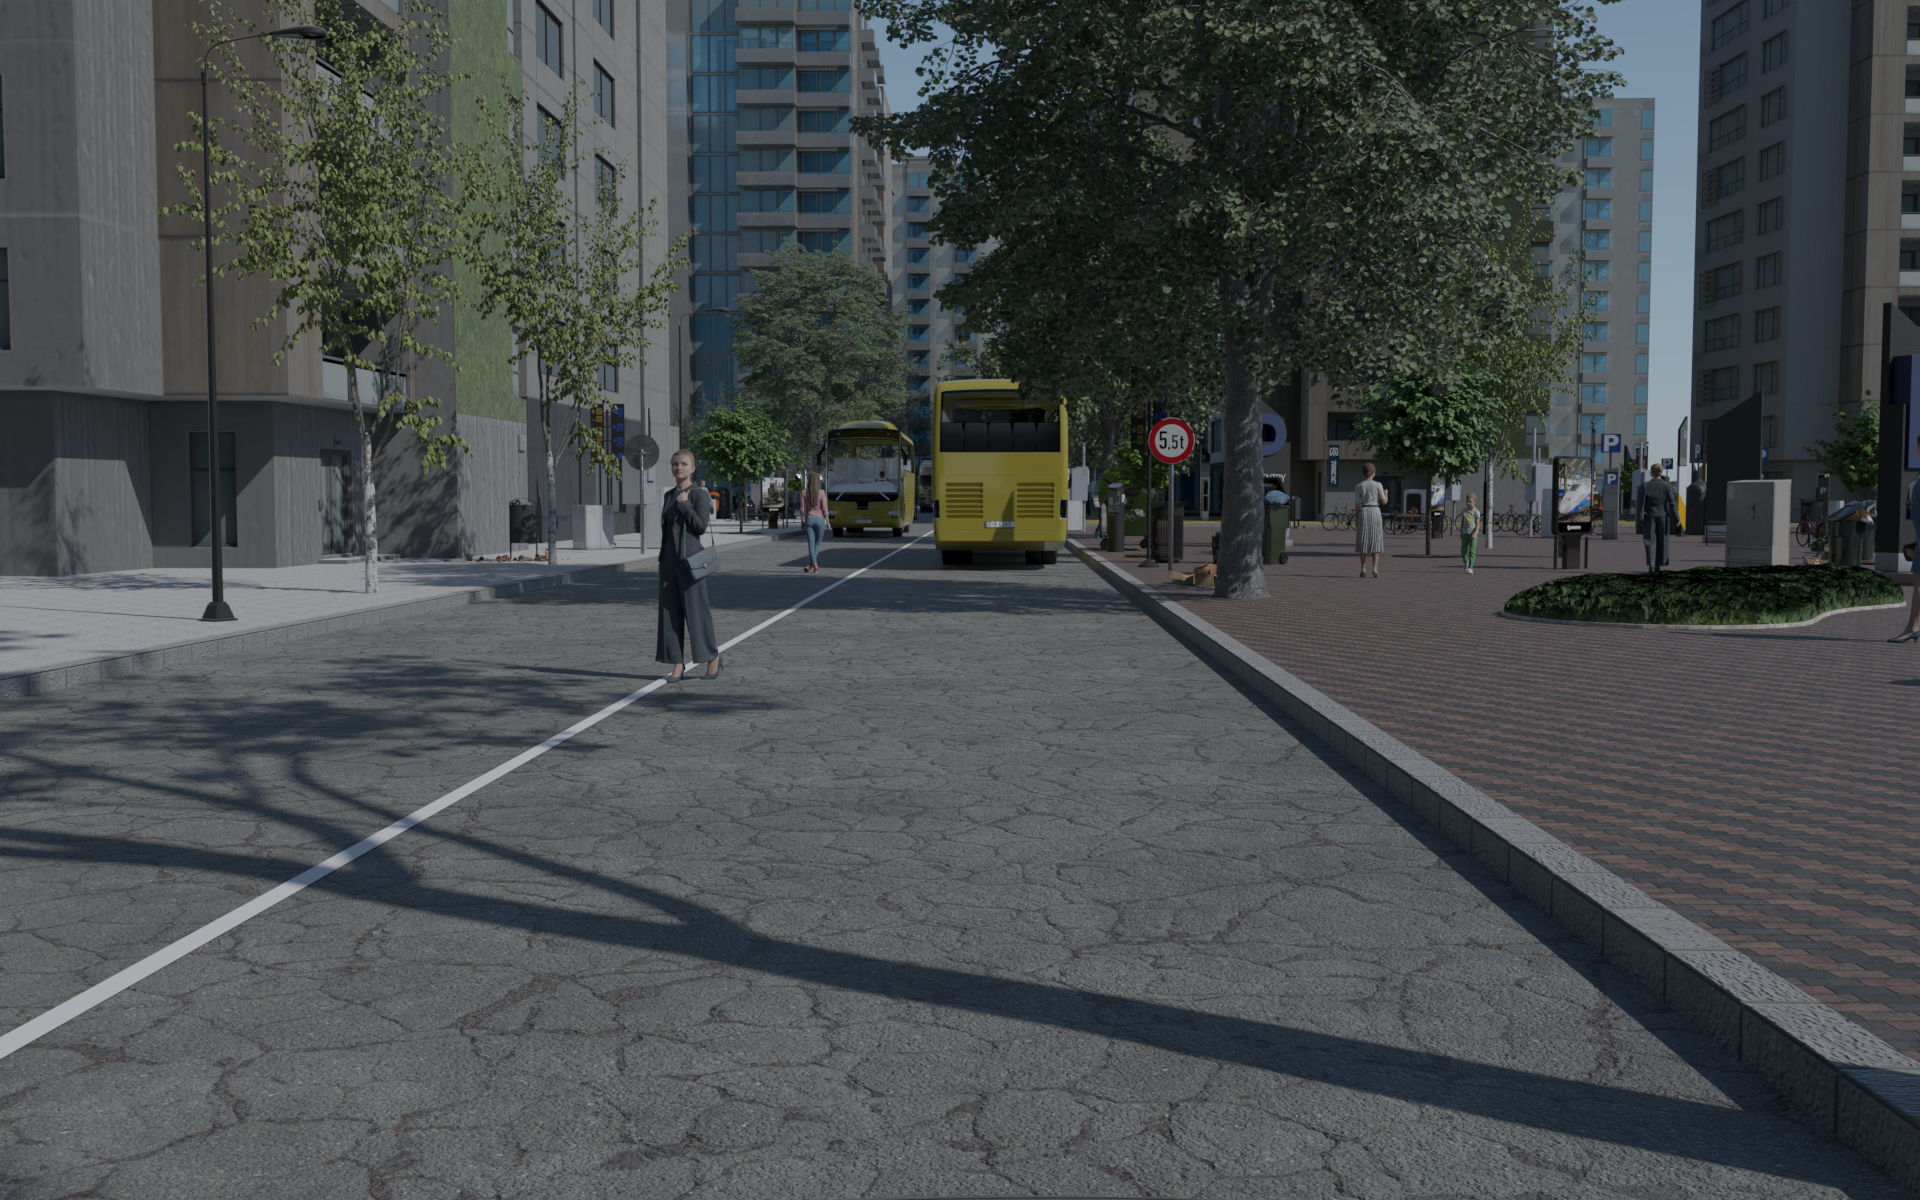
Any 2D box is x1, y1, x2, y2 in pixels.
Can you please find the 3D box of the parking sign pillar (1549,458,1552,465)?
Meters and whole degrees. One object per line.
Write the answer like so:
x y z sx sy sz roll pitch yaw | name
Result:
42.973 -8.502 127.479 1.447 3.967 1.447 -2 4 -35 | parking sign pillar

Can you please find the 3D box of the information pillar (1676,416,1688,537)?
21.652 -3.706 51.949 0.504 3.616 0.183 -3 5 -43 | information pillar

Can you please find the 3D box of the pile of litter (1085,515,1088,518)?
6.236 -4.802 92.470 1.176 0.858 1.719 -2 4 -30 | pile of litter

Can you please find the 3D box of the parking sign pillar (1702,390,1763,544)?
20.220 -3.472 45.236 1.447 3.967 1.447 2 4 30 | parking sign pillar

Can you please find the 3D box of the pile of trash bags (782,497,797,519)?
-9.507 -4.918 90.166 1.912 1.369 3.447 0 4 -8 | pile of trash bags

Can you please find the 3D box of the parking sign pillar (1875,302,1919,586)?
13.684 -2.206 24.537 1.447 3.967 1.447 -1 4 -18 | parking sign pillar

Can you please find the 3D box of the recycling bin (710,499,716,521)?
-12.003 -4.238 81.849 0.722 1.027 0.722 -2 4 -34 | recycling bin

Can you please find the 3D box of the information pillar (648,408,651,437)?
-8.486 -3.420 47.273 0.183 3.616 0.504 0 4 -7 | information pillar

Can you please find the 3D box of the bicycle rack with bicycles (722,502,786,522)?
-9.656 -4.124 80.809 2.925 0.926 2.852 0 4 -2 | bicycle rack with bicycles

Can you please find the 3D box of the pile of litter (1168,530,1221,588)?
3.531 -0.645 24.512 1.176 0.858 1.719 1 4 16 | pile of litter

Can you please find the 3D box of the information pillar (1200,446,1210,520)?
11.892 -5.673 84.106 0.504 3.616 0.183 -1 4 -16 | information pillar

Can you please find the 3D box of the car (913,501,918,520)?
-3.295 -5.204 97.666 1.945 1.354 3.894 0 4 1 | car

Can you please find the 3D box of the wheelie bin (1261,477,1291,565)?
5.605 -1.453 31.666 0.693 1.594 0.980 -3 5 -44 | wheelie bin

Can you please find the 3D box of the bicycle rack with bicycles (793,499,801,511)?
-12.423 -7.320 133.065 2.925 0.926 2.852 1 4 14 | bicycle rack with bicycles

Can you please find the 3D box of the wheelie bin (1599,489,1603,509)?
35.337 -5.284 94.293 0.980 1.594 0.693 1 4 17 | wheelie bin

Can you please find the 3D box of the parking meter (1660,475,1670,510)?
20.021 -2.674 49.430 0.255 1.863 0.399 -3 4 -38 | parking meter

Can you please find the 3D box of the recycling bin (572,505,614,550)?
-8.461 -1.675 39.933 0.722 1.027 0.722 -3 4 -38 | recycling bin

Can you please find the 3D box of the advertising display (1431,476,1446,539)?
13.704 -2.730 49.855 0.123 1.923 0.974 3 5 40 | advertising display

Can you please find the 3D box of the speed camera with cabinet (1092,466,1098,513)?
8.783 -7.537 117.571 2.038 3.252 0.660 -2 4 -31 | speed camera with cabinet

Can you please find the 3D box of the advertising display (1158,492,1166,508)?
10.451 -5.266 91.315 0.974 1.923 0.123 3 5 44 | advertising display

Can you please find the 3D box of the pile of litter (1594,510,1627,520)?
32.634 -4.467 86.998 1.719 0.858 1.176 1 4 21 | pile of litter

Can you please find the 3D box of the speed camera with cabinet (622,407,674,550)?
-7.168 -2.804 40.187 0.660 3.252 2.038 1 4 14 | speed camera with cabinet

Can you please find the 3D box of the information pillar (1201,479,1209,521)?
11.687 -4.777 82.603 0.304 2.012 0.304 0 4 -3 | information pillar

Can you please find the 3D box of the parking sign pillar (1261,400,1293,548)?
7.335 -3.267 41.884 1.447 3.967 1.447 -2 4 -25 | parking sign pillar

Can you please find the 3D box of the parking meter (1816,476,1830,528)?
28.178 -3.112 56.597 0.399 1.863 0.255 2 4 26 | parking meter

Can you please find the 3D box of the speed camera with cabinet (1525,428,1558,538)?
17.497 -3.486 51.336 0.660 3.252 2.038 -1 4 -9 | speed camera with cabinet

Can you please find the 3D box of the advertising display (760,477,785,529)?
-6.890 -3.581 63.762 0.974 1.923 0.123 -2 4 -34 | advertising display

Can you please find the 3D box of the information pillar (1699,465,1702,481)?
55.093 -8.399 128.678 0.504 3.616 0.183 -1 4 -20 | information pillar

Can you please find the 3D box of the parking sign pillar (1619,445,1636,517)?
37.223 -6.587 96.165 1.447 3.967 1.447 3 4 36 | parking sign pillar

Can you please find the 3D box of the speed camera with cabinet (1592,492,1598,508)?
49.871 -8.560 134.291 2.038 3.252 0.660 0 4 8 | speed camera with cabinet

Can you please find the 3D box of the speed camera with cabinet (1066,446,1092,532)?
3.959 -3.992 59.609 0.660 3.252 2.038 0 4 -5 | speed camera with cabinet

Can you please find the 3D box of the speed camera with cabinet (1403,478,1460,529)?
17.221 -4.213 63.226 0.660 3.252 2.038 -3 5 -42 | speed camera with cabinet

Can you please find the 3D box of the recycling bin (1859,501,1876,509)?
33.848 -3.167 64.340 0.722 1.027 0.722 1 4 15 | recycling bin

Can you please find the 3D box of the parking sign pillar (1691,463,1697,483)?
61.131 -9.505 143.883 1.447 3.967 1.447 3 5 39 | parking sign pillar

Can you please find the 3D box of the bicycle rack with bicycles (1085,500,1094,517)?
7.720 -5.235 98.969 2.852 0.926 2.925 1 4 13 | bicycle rack with bicycles

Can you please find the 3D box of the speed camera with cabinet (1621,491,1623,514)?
41.932 -6.962 108.163 0.660 3.252 2.038 3 4 37 | speed camera with cabinet

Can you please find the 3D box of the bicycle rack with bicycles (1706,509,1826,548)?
19.649 -1.783 42.531 2.852 0.926 2.925 0 4 5 | bicycle rack with bicycles

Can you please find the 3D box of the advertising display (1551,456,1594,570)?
10.441 -1.488 29.544 0.974 1.923 0.123 -2 4 -35 | advertising display

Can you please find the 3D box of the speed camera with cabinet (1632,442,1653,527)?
26.471 -4.367 65.737 0.660 3.252 2.038 -1 4 -22 | speed camera with cabinet

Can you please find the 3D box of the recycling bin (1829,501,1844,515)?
32.202 -3.152 64.094 0.722 1.027 0.722 -3 5 -44 | recycling bin

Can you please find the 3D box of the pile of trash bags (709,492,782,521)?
-10.531 -4.540 83.982 3.447 1.369 1.912 0 4 -2 | pile of trash bags

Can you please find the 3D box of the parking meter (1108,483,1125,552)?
3.447 -1.824 38.226 0.372 1.533 0.369 0 3 0 | parking meter
